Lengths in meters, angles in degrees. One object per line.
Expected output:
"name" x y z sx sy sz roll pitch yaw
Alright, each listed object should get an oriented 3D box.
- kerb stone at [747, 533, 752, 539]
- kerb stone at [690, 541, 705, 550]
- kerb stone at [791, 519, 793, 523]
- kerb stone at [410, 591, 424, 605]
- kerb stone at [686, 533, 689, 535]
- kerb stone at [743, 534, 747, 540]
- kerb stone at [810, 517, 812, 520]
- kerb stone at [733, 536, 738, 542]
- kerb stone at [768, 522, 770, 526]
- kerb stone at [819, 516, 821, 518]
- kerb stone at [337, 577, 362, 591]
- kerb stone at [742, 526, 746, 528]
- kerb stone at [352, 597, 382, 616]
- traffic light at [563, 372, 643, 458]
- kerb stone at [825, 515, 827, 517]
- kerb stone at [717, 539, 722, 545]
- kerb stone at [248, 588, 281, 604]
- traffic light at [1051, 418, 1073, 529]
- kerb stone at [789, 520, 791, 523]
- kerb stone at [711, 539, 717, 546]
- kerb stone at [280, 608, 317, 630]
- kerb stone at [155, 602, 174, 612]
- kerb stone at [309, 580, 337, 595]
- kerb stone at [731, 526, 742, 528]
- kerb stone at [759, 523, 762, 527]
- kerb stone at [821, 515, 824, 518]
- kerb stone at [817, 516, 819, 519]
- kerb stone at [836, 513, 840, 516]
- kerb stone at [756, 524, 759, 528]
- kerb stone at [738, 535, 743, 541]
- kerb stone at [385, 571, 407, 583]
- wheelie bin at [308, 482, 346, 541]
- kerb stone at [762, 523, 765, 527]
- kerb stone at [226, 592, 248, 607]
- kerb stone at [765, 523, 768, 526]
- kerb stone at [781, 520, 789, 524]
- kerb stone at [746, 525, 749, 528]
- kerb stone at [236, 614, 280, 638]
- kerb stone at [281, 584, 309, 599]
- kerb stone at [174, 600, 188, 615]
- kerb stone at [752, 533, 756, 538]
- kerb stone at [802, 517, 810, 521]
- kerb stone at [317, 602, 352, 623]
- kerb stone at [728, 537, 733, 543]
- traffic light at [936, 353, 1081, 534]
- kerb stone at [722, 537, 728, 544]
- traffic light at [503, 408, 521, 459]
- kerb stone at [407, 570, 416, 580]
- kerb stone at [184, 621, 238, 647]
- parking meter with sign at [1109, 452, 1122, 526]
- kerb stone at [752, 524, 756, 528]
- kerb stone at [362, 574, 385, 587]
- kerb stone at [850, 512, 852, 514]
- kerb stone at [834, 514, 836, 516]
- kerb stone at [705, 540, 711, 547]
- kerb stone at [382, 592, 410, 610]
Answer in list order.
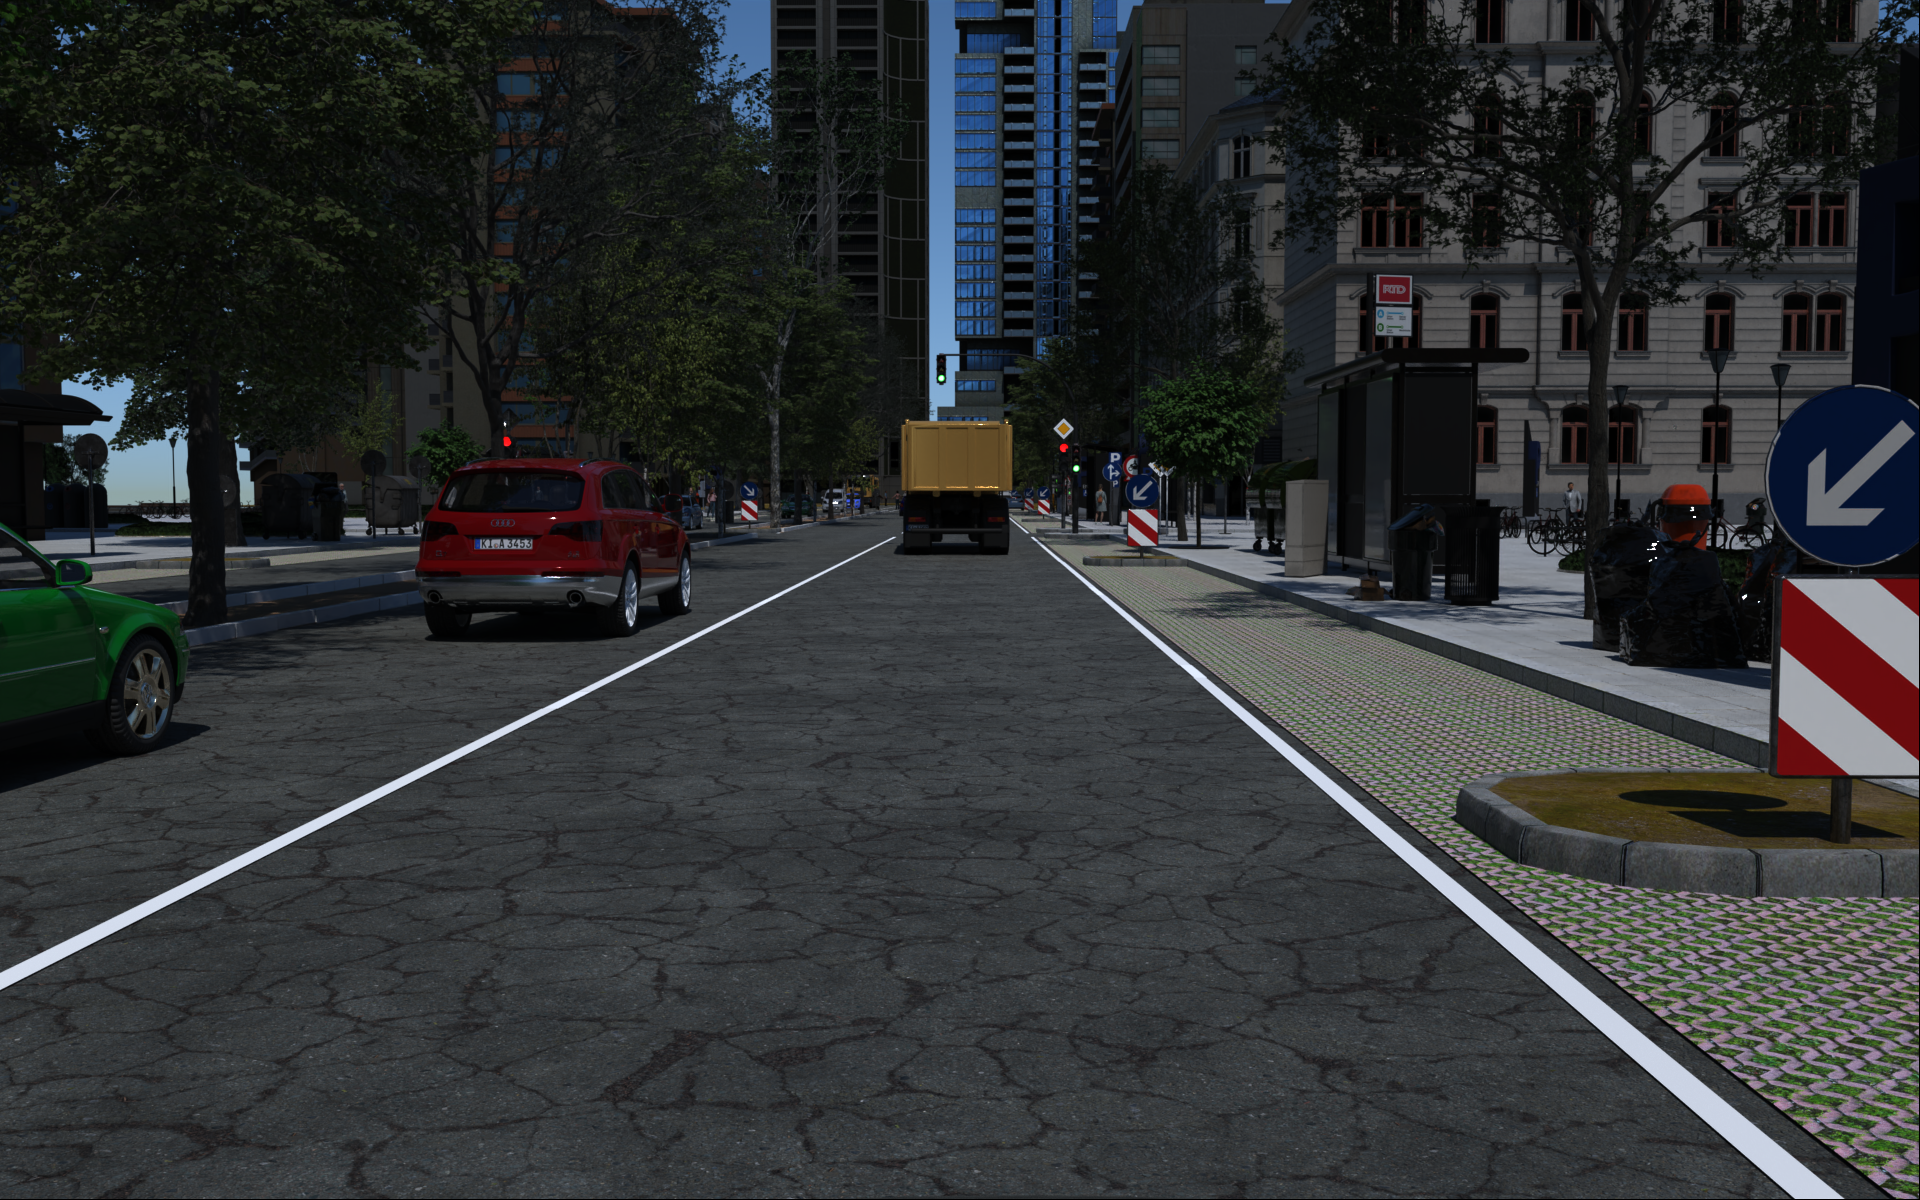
"kerb stone" -6.779 -1.982 54.614 0.120 0.150 1.000 0 4 1
"kerb stone" -6.886 -1.418 45.396 0.120 0.150 1.000 0 4 1
"kerb stone" -8.504 -3.900 85.957 0.120 0.150 1.000 0 4 1
"kerb stone" -7.165 -0.035 22.805 0.120 0.150 1.000 0 4 1
"kerb stone" -8.848 -2.115 56.770 0.120 0.150 1.000 0 4 1
"kerb stone" -6.792 -1.920 53.592 0.120 0.150 1.000 0 4 1
"kerb stone" -8.382 -4.462 95.176 0.120 0.150 1.000 0 4 1
"kerb stone" -6.815 -1.793 51.543 0.120 0.150 1.000 0 4 1
"kerb stone" -8.607 -3.332 76.711 0.120 0.150 1.000 0 4 1
"kerb stone" -8.314 -4.776 100.286 0.120 0.150 1.000 0 4 1
"kerb stone" -9.234 -0.228 25.924 0.120 0.150 1.000 0 4 1
"kerb stone" -8.707 -2.829 68.514 0.120 0.150 1.000 0 4 1
"kerb stone" -7.195 0.089 20.756 0.120 0.150 1.000 0 4 1
"traffic light" -12.453 -5.484 64.335 4.771 5.953 1.251 0 4 1
"kerb stone" -8.275 -5.027 104.385 0.120 0.150 1.000 0 4 1
"kerb stone" -6.856 -1.607 48.465 0.120 0.150 1.000 0 4 1
"kerb stone" -9.264 -0.040 22.856 0.120 0.150 1.000 0 4 1
"traffic light" 3.815 -4.599 64.118 0.839 4.253 0.868 0 4 1
"kerb stone" -8.503 -3.837 84.924 0.120 0.150 1.000 0 4 1
"kerb stone" -6.865 -1.544 47.443 0.120 0.150 1.000 0 4 1
"kerb stone" -7.224 0.214 18.712 0.120 0.150 1.000 0 4 1
"kerb stone" -9.303 0.147 19.788 0.120 0.150 1.000 0 4 1
"kerb stone" -9.244 -0.166 24.902 0.120 0.150 1.000 0 4 1
"kerb stone" -8.716 -2.768 67.486 0.120 0.150 1.000 0 4 1
"kerb stone" -8.643 -3.143 73.641 0.120 0.150 1.000 0 4 1
"kerb stone" -8.292 -4.899 102.341 0.120 0.150 1.000 0 4 1
"kerb stone" -8.326 -4.707 99.264 0.120 0.150 1.000 0 4 1
"kerb stone" -8.161 -5.590 113.585 0.120 0.150 1.000 0 4 1
"kerb stone" -8.664 -3.077 72.613 0.120 0.150 1.000 0 4 1
"kerb stone" -6.806 -1.858 52.571 0.120 0.150 1.000 0 4 1
"kerb stone" -9.202 -0.355 27.993 0.120 0.150 1.000 0 4 1
"wheelie bin" -17.208 -2.400 47.151 0.693 1.594 0.980 3 5 42
"kerb stone" -8.639 -3.205 74.663 0.120 0.150 1.000 0 4 1
"kerb stone" -9.281 0.022 21.833 0.120 0.150 1.000 0 4 1
"kerb stone" -8.623 -3.271 75.685 0.120 0.150 1.000 0 4 1
"kerb stone" -8.523 -3.774 83.894 0.120 0.150 1.000 0 4 1
"kerb stone" -8.690 -2.895 69.536 0.120 0.150 1.000 0 4 1
"kerb stone" -7.228 0.276 17.683 0.120 0.150 1.000 0 4 1
"kerb stone" -9.261 -0.101 23.881 0.120 0.150 1.000 0 4 1
"kerb stone" -9.289 0.085 20.810 0.120 0.150 1.000 0 4 1
"kerb stone" -6.768 -2.046 55.639 0.120 0.150 1.000 0 4 1
"kerb stone" -8.389 -4.399 94.153 0.120 0.150 1.000 0 4 1
"kerb stone" -7.200 0.154 19.734 0.120 0.150 1.000 0 4 1
"kerb stone" -6.831 -1.728 50.517 0.120 0.150 1.000 0 4 1
"traffic light" 1.624 -4.976 56.018 4.771 5.953 1.251 0 4 1
"kerb stone" -6.839 -1.669 49.495 0.120 0.150 1.000 0 4 1
"traffic light" -14.643 -4.124 56.341 0.839 4.253 0.868 0 4 1
"kerb stone" -9.194 -0.417 29.015 0.120 0.150 1.000 0 4 1
"kerb stone" -7.247 0.341 16.657 0.120 0.150 1.000 0 4 1
"parking meter with sign" 6.374 -4.594 71.369 0.543 3.016 1.738 0 4 6
"kerb stone" -8.669 -3.019 71.584 0.120 0.150 1.000 0 4 1
"kerb stone" -9.219 -0.291 26.956 0.120 0.150 1.000 0 4 1
"kerb stone" -8.016 -6.278 124.852 0.120 0.150 1.000 0 4 1
"kerb stone" -8.197 -5.399 110.519 0.120 0.150 1.000 0 4 1
"kerb stone" -6.887 -1.477 46.421 0.120 0.150 1.000 0 4 1
"kerb stone" -7.177 0.026 21.777 0.120 0.150 1.000 0 4 1
